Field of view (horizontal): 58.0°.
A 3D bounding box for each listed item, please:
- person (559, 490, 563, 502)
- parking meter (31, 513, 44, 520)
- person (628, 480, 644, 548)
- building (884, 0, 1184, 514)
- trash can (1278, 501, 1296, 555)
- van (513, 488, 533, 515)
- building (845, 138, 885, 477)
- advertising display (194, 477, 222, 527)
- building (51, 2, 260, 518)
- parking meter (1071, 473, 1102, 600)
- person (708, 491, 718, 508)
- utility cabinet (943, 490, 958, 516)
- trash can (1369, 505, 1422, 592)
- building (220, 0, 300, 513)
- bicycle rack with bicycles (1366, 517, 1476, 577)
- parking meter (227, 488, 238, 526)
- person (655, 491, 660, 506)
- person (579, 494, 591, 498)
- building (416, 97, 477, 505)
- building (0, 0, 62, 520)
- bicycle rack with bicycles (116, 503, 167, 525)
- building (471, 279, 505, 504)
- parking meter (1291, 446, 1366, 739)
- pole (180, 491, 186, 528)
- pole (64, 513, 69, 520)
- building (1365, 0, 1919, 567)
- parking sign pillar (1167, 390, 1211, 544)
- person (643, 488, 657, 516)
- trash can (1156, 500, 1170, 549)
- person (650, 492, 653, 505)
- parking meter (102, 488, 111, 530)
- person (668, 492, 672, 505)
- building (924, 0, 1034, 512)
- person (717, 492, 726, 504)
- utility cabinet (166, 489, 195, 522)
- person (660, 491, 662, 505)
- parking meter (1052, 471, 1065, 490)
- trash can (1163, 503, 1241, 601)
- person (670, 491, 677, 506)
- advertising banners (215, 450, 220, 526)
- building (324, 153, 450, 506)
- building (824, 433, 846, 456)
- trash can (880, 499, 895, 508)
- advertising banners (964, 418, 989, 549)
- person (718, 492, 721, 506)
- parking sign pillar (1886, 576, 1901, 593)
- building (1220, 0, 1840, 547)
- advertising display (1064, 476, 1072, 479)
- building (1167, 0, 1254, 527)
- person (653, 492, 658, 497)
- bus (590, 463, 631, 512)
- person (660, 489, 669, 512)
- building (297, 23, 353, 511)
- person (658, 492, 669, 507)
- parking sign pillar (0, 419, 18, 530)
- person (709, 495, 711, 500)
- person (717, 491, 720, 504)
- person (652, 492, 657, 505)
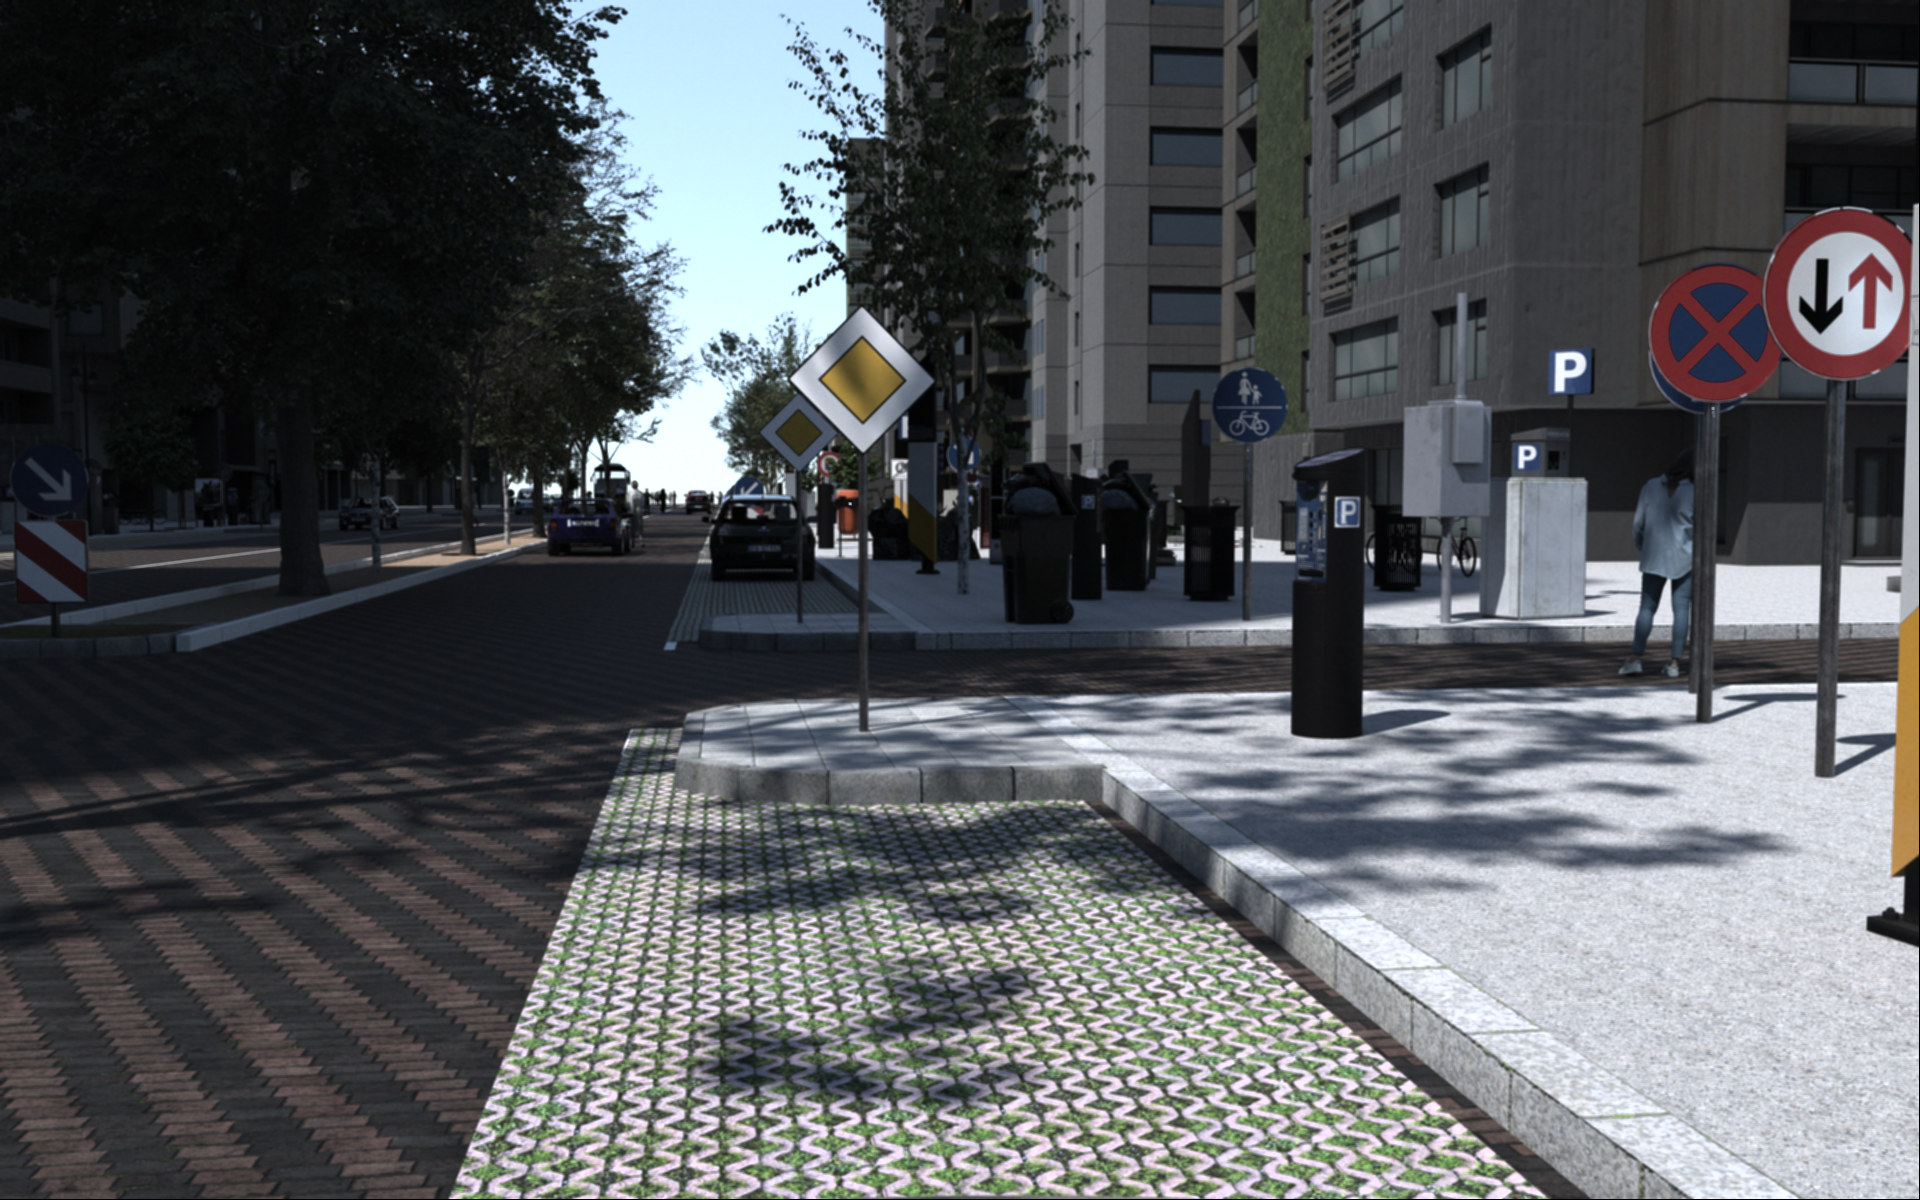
[{"bbox_3d":[-35.293,-8.888,153.783,0.705,1.831,1.348,0,4,6],"label":"person"},{"bbox_3d":[-28.783,-2.959,54.091,0.399,1.863,0.255,1,4,9],"label":"parking meter"},{"bbox_3d":[-8.621,-2.294,46.241,0.478,1.798,0.641,-2,4,-31],"label":"person"},{"bbox_3d":[4.253,-36.800,143.683,21.231,58.520,28.212,0,4,-8],"label":"building"},{"bbox_3d":[7.103,-1.528,36.643,0.748,1.137,0.748,0,3,0],"label":"trash can"},{"bbox_3d":[-30.554,-7.070,122.598,2.013,2.044,4.112,-1,4,-10],"label":"van"},{"bbox_3d":[-6.416,-31.735,202.465,14.154,41.232,14.086,0,4,-8],"label":"building"},{"bbox_3d":[-29.166,-3.790,67.184,0.974,1.923,0.123,-1,4,-17],"label":"advertising display"},{"bbox_3d":[-58.039,-31.163,98.754,28.713,52.752,27.495,0,4,-8],"label":"building"},{"bbox_3d":[1.541,-0.774,21.073,0.372,1.533,0.369,0,3,0],"label":"parking meter"},{"bbox_3d":[-24.578,-9.969,172.171,1.217,1.739,0.721,2,4,25],"label":"person"},{"bbox_3d":[-0.289,-4.925,89.208,1.173,1.500,0.318,3,4,36],"label":"utility cabinet"},{"bbox_3d":[5.801,-0.691,22.951,0.748,1.137,0.748,0,3,0],"label":"trash can"},{"bbox_3d":[-54.763,-28.765,120.423,14.600,45.320,14.200,0,4,-8],"label":"building"},{"bbox_3d":[6.818,-0.890,27.933,2.852,0.926,2.925,0,4,1],"label":"bicycle rack with bicycles"},{"bbox_3d":[-29.582,-3.794,70.437,0.372,1.533,0.369,0,3,0],"label":"parking meter"},{"bbox_3d":[-36.405,-12.262,208.964,0.705,1.826,1.348,1,4,18],"label":"person"},{"bbox_3d":[-32.041,-8.482,148.009,1.217,1.723,0.721,-1,4,-22],"label":"person"},{"bbox_3d":[-71.759,-35.972,207.753,23.786,49.044,30.456,0,4,-8],"label":"building"},{"bbox_3d":[-51.903,-27.259,69.380,21.300,48.544,21.600,0,4,-8],"label":"building"},{"bbox_3d":[-34.844,-3.619,72.555,2.925,0.926,2.852,-2,4,-26],"label":"bicycle rack with bicycles"},{"bbox_3d":[-68.714,-33.473,230.871,14.154,41.232,14.086,0,4,-8],"label":"building"},{"bbox_3d":[1.957,-0.049,9.206,0.372,1.533,0.369,0,3,0],"label":"parking meter"},{"bbox_3d":[-29.061,-4.333,64.693,0.158,3.312,0.155,0,3,0],"label":"pole"},{"bbox_3d":[-44.768,-5.676,86.640,0.158,3.312,0.155,0,3,0],"label":"pole"},{"bbox_3d":[16.217,-21.509,35.261,14.086,41.232,14.154,0,4,-8],"label":"building"},{"bbox_3d":[6.171,-3.483,45.418,1.447,3.967,1.447,0,4,-7],"label":"parking sign pillar"},{"bbox_3d":[-20.387,-6.381,112.845,1.348,1.821,0.705,-2,4,-32],"label":"person"},{"bbox_3d":[4.412,-1.704,39.514,0.748,1.137,0.748,0,3,0],"label":"trash can"},{"bbox_3d":[-40.605,-13.382,228.005,0.721,1.735,1.217,-1,4,-20],"label":"person"},{"bbox_3d":[-30.892,-3.318,62.666,0.372,1.533,0.369,0,3,0],"label":"parking meter"},{"bbox_3d":[-39.089,-13.729,233.648,1.217,1.739,0.721,2,4,32],"label":"person"},{"bbox_3d":[9.237,-28.219,116.012,22.147,44.769,28.867,0,4,-8],"label":"building"},{"bbox_3d":[-30.082,-12.765,217.925,1.217,1.735,0.721,0,4,-6],"label":"person"},{"bbox_3d":[-35.892,-4.348,79.775,1.173,1.500,0.318,-2,4,-33],"label":"utility cabinet"},{"bbox_3d":[-24.532,-8.180,142.924,0.721,1.739,1.217,0,4,2],"label":"person"},{"bbox_3d":[2.386,-2.278,42.954,0.399,1.863,0.255,-1,4,-16],"label":"parking meter"},{"bbox_3d":[3.007,-0.564,20.881,0.748,1.137,0.748,0,3,0],"label":"trash can"},{"bbox_3d":[-33.546,-11.906,203.104,0.705,1.831,1.348,2,4,24],"label":"person"},{"bbox_3d":[-29.623,-4.456,69.049,0.090,3.025,2.074,-1,4,-20],"label":"advertising banners"},{"bbox_3d":[-63.621,-30.769,186.660,14.154,41.232,14.086,0,4,-8],"label":"building"},{"bbox_3d":[-4.405,-24.115,239.314,27.650,21.520,28.899,0,4,-8],"label":"building"},{"bbox_3d":[-2.191,-2.666,55.235,0.748,1.137,0.748,0,3,0],"label":"trash can"},{"bbox_3d":[0.628,-2.729,40.812,0.090,3.025,2.074,2,4,31],"label":"advertising banners"},{"bbox_3d":[-29.595,-12.477,213.430,0.436,1.711,0.756,-1,4,-16],"label":"person"},{"bbox_3d":[12.937,-2.084,22.541,1.447,3.967,1.447,1,4,9],"label":"parking sign pillar"},{"bbox_3d":[15.159,-22.488,51.274,14.154,41.232,14.086,0,4,-8],"label":"building"},{"bbox_3d":[3.717,-3.534,62.999,0.974,1.923,0.123,0,4,0],"label":"advertising display"},{"bbox_3d":[13.996,-32.902,79.950,21.231,58.520,28.212,0,4,-8],"label":"building"},{"bbox_3d":[-41.177,-13.839,235.499,1.217,1.736,0.721,-2,4,-25],"label":"person"},{"bbox_3d":[-27.894,-9.023,139.077,2.896,3.916,12.252,-1,4,-9],"label":"bus"},{"bbox_3d":[-23.278,-7.821,135.997,0.705,1.869,1.348,-3,5,-40],"label":"person"},{"bbox_3d":[-60.116,-42.703,136.441,20.563,71.187,20.611,0,4,-8],"label":"building"},{"bbox_3d":[-31.637,-10.809,185.172,1.348,1.831,0.705,1,4,21],"label":"person"},{"bbox_3d":[-33.976,-4.476,61.655,1.447,3.967,1.447,-3,5,-42],"label":"parking sign pillar"},{"bbox_3d":[-26.801,-10.655,185.940,0.599,1.433,0.991,2,4,29],"label":"person"},{"bbox_3d":[-32.925,-14.010,237.707,1.348,1.807,0.705,3,5,45],"label":"person"},{"bbox_3d":[-38.906,-12.966,221.181,1.217,1.739,0.721,0,4,-2],"label":"person"}]
